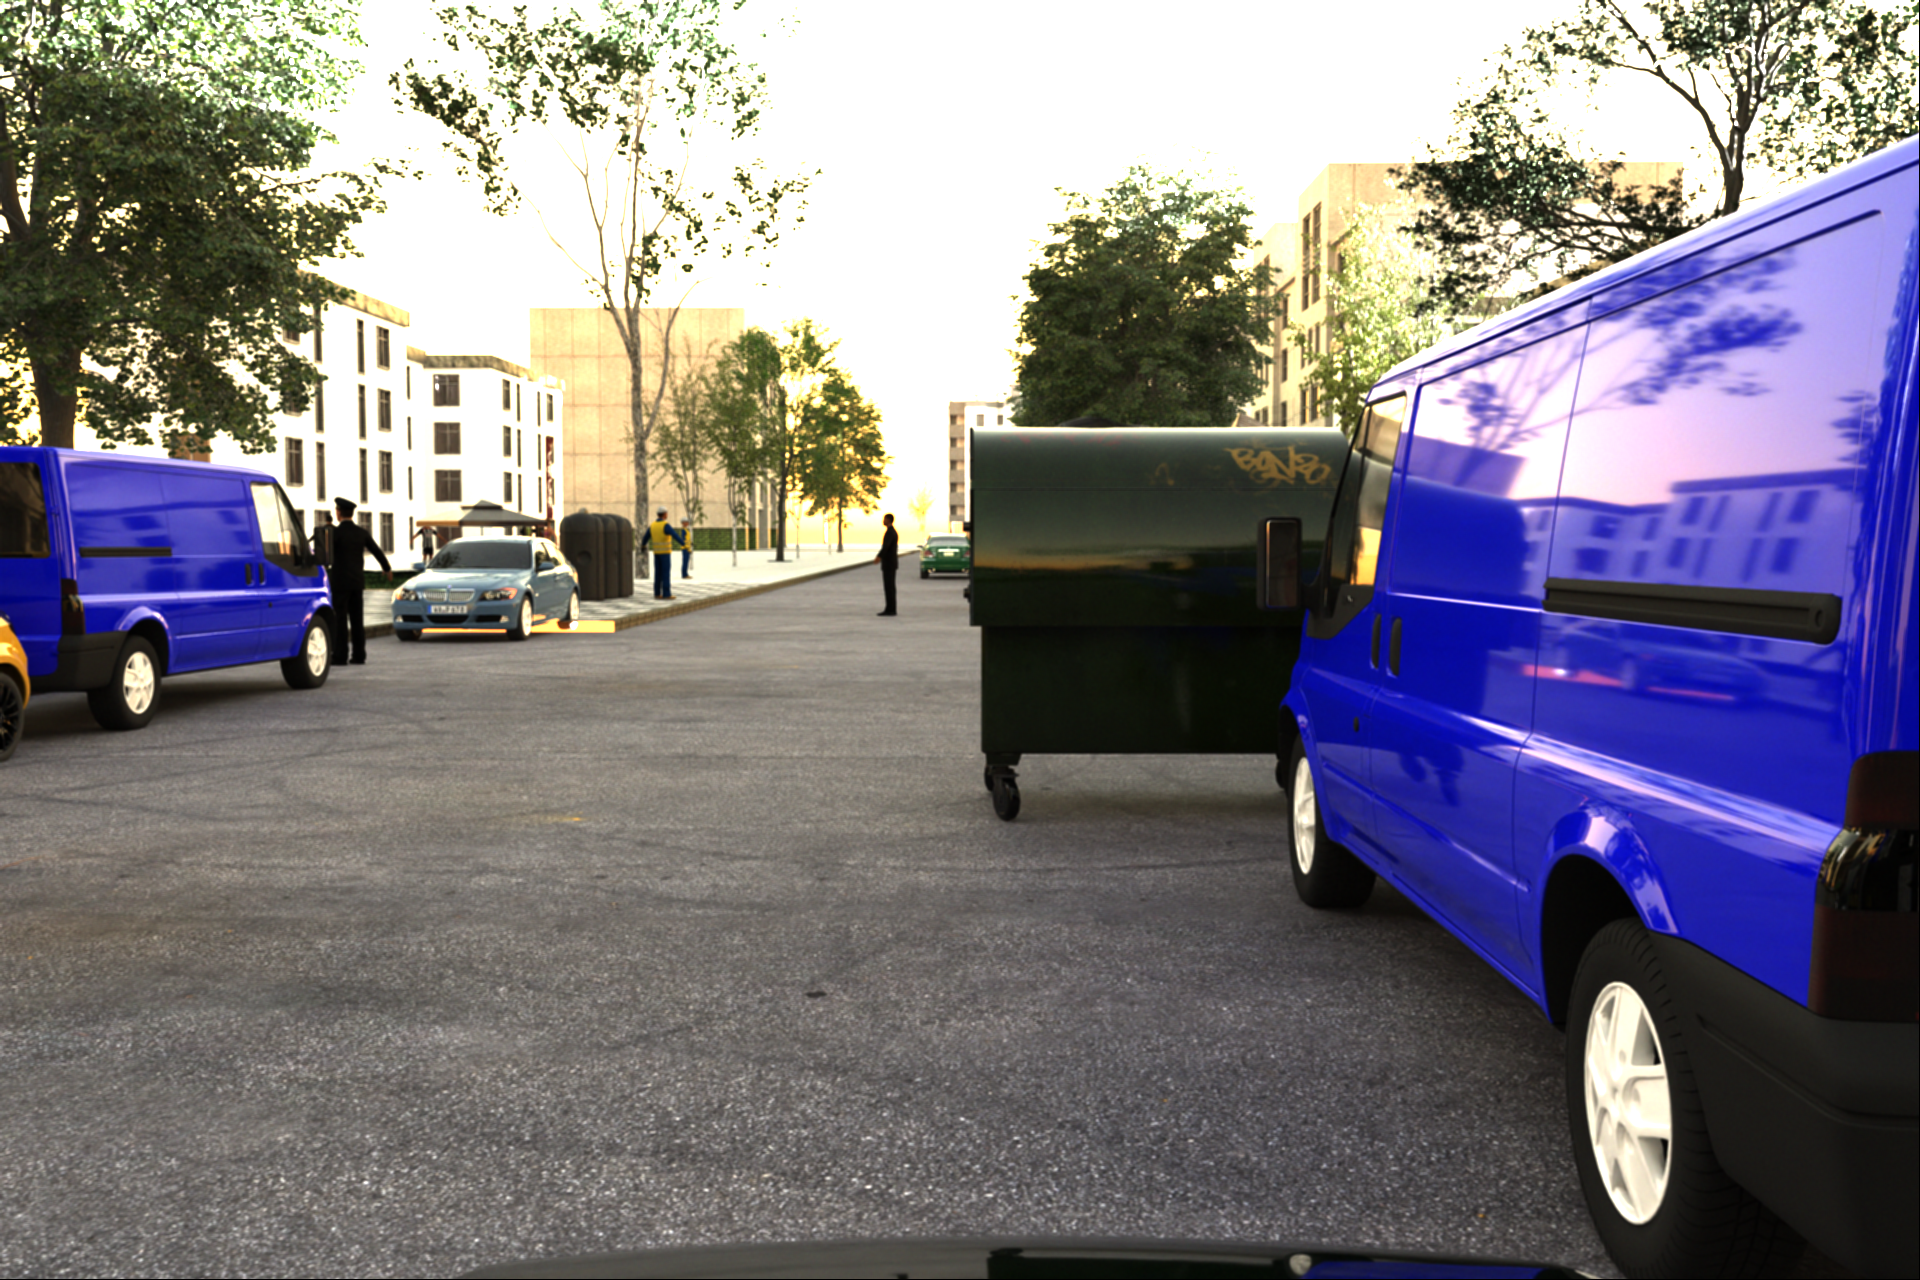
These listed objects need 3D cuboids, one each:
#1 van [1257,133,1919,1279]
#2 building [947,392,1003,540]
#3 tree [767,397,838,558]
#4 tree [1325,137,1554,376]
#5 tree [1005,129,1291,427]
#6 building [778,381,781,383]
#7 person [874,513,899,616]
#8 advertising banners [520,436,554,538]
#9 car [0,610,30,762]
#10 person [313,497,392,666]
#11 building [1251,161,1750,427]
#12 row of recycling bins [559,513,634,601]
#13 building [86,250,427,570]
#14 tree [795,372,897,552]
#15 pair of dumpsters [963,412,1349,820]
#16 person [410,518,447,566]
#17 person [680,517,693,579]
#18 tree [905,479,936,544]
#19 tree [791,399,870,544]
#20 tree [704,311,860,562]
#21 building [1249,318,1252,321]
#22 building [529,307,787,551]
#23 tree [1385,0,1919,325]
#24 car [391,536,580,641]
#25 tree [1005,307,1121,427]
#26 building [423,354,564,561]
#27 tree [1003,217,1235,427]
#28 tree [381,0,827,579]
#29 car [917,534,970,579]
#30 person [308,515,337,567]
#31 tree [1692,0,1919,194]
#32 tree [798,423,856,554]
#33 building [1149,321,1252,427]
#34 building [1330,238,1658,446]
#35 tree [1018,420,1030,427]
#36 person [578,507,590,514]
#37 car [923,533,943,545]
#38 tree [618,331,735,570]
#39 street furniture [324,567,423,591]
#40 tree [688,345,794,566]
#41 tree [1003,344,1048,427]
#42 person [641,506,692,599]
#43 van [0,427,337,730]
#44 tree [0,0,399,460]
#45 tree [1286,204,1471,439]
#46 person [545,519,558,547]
[{"bbox_3d":[2.214,-0.032,4.902,2.240,2.365,5.245,0,4,0],"label":"van"},{"bbox_3d":[-1.280,-22.178,221.494,11.380,20.090,16.016,0,4,-5],"label":"building"},{"bbox_3d":[-8.665,-8.723,92.991,4.737,8.622,4.395,0,3,0],"label":"tree"},{"bbox_3d":[8.627,-5.055,33.004,4.360,8.622,3.978,0,3,0],"label":"tree"},{"bbox_3d":[5.825,-9.147,56.216,9.857,13.997,8.962,0,3,0],"label":"tree"},{"bbox_3d":[-23.929,-19.157,169.633,16.016,20.090,11.380,0,4,1],"label":"building"},{"bbox_3d":[-1.269,-1.332,30.465,0.704,1.802,1.346,1,4,9],"label":"person"},{"bbox_3d":[-7.388,-2.093,30.402,0.090,3.025,2.074,0,4,2],"label":"advertising banners"},{"bbox_3d":[-6.870,0.047,9.452,2.015,1.641,3.980,0,4,1],"label":"car"},{"bbox_3d":[-6.742,-0.648,18.992,0.705,1.837,1.347,2,4,33],"label":"person"},{"bbox_3d":[26.011,-13.732,90.983,16.747,18.905,31.486,0,4,1],"label":"building"},{"bbox_3d":[-7.223,-1.688,34.719,1.069,1.692,3.534,0,4,1],"label":"row of recycling bins"},{"bbox_3d":[-25.255,-7.541,65.449,9.099,9.664,28.070,0,4,0],"label":"building"},{"bbox_3d":[-8.099,-12.467,121.962,7.486,12.596,7.792,0,3,0],"label":"tree"},{"bbox_3d":[2.233,-0.256,9.139,4.436,2.255,1.574,0,4,0],"label":"pair of dumpsters"},{"bbox_3d":[-18.026,-3.214,58.686,1.345,1.843,0.704,-3,5,-40],"label":"person"},{"bbox_3d":[-7.827,-2.657,49.898,0.721,1.772,1.216,0,4,-2],"label":"person"},{"bbox_3d":[-4.442,-16.593,221.652,4.360,8.622,3.978,0,3,0],"label":"tree"},{"bbox_3d":[-16.497,-22.554,224.642,12.611,20.169,13.585,0,3,0],"label":"tree"},{"bbox_3d":[-8.254,-9.455,80.345,9.928,11.665,9.643,0,3,0],"label":"tree"},{"bbox_3d":[27.593,-21.241,178.220,19.493,23.208,18.063,0,4,1],"label":"building"},{"bbox_3d":[-25.111,-17.393,150.838,16.747,18.905,31.486,0,3,0],"label":"building"},{"bbox_3d":[8.328,-5.221,19.768,7.601,10.594,8.767,-1,4,-18],"label":"tree"},{"bbox_3d":[-6.672,-0.783,24.808,2.014,1.417,4.499,0,4,1],"label":"car"},{"bbox_3d":[5.855,-10.033,82.166,7.486,12.596,7.792,0,3,0],"label":"tree"},{"bbox_3d":[-26.239,-9.357,95.128,9.099,9.664,28.070,0,4,1],"label":"building"},{"bbox_3d":[6.628,-9.979,69.817,9.857,13.997,8.962,0,3,0],"label":"tree"},{"bbox_3d":[-9.937,-11.744,47.905,12.611,20.169,13.585,0,3,0],"label":"tree"},{"bbox_3d":[-0.371,-2.749,56.741,2.131,1.459,4.920,0,4,0],"label":"car"},{"bbox_3d":[-17.673,-2.595,48.574,1.346,1.812,0.704,-2,4,-28],"label":"person"},{"bbox_3d":[21.141,-10.970,35.247,12.611,20.169,13.585,0,3,0],"label":"tree"},{"bbox_3d":[-8.345,-9.774,110.169,4.737,8.622,4.395,0,3,0],"label":"tree"},{"bbox_3d":[25.847,-17.495,152.501,16.747,18.905,31.486,0,4,1],"label":"building"},{"bbox_3d":[20.419,-7.299,61.488,9.099,9.664,28.070,0,4,1],"label":"building"},{"bbox_3d":[6.327,-9.803,94.694,8.767,10.594,7.601,0,4,5],"label":"tree"},{"bbox_3d":[-8.133,-1.941,37.504,0.705,1.858,1.354,3,5,45],"label":"person"},{"bbox_3d":[-1.676,-7.078,125.320,1.945,1.707,3.694,0,4,1],"label":"car"},{"bbox_3d":[-9.497,-6.843,62.240,4.360,8.622,3.978,0,3,0],"label":"tree"},{"bbox_3d":[-14.752,-1.563,41.188,10.072,0.657,5.734,1,4,9],"label":"street furniture"},{"bbox_3d":[-8.717,-7.232,68.599,4.737,8.622,4.395,0,3,0],"label":"tree"},{"bbox_3d":[7.184,-12.142,105.176,9.857,13.997,8.962,0,3,0],"label":"tree"},{"bbox_3d":[-5.850,-1.725,34.165,1.349,1.833,0.705,2,4,35],"label":"person"},{"bbox_3d":[-6.907,-0.608,14.324,2.240,2.365,5.245,0,4,1],"label":"van"},{"bbox_3d":[-12.823,-7.182,24.079,9.857,13.997,8.962,0,3,0],"label":"tree"},{"bbox_3d":[9.279,-5.392,38.524,4.737,8.622,4.395,0,3,0],"label":"tree"},{"bbox_3d":[-11.782,-2.595,49.228,1.217,1.733,0.721,3,5,42],"label":"person"}]
